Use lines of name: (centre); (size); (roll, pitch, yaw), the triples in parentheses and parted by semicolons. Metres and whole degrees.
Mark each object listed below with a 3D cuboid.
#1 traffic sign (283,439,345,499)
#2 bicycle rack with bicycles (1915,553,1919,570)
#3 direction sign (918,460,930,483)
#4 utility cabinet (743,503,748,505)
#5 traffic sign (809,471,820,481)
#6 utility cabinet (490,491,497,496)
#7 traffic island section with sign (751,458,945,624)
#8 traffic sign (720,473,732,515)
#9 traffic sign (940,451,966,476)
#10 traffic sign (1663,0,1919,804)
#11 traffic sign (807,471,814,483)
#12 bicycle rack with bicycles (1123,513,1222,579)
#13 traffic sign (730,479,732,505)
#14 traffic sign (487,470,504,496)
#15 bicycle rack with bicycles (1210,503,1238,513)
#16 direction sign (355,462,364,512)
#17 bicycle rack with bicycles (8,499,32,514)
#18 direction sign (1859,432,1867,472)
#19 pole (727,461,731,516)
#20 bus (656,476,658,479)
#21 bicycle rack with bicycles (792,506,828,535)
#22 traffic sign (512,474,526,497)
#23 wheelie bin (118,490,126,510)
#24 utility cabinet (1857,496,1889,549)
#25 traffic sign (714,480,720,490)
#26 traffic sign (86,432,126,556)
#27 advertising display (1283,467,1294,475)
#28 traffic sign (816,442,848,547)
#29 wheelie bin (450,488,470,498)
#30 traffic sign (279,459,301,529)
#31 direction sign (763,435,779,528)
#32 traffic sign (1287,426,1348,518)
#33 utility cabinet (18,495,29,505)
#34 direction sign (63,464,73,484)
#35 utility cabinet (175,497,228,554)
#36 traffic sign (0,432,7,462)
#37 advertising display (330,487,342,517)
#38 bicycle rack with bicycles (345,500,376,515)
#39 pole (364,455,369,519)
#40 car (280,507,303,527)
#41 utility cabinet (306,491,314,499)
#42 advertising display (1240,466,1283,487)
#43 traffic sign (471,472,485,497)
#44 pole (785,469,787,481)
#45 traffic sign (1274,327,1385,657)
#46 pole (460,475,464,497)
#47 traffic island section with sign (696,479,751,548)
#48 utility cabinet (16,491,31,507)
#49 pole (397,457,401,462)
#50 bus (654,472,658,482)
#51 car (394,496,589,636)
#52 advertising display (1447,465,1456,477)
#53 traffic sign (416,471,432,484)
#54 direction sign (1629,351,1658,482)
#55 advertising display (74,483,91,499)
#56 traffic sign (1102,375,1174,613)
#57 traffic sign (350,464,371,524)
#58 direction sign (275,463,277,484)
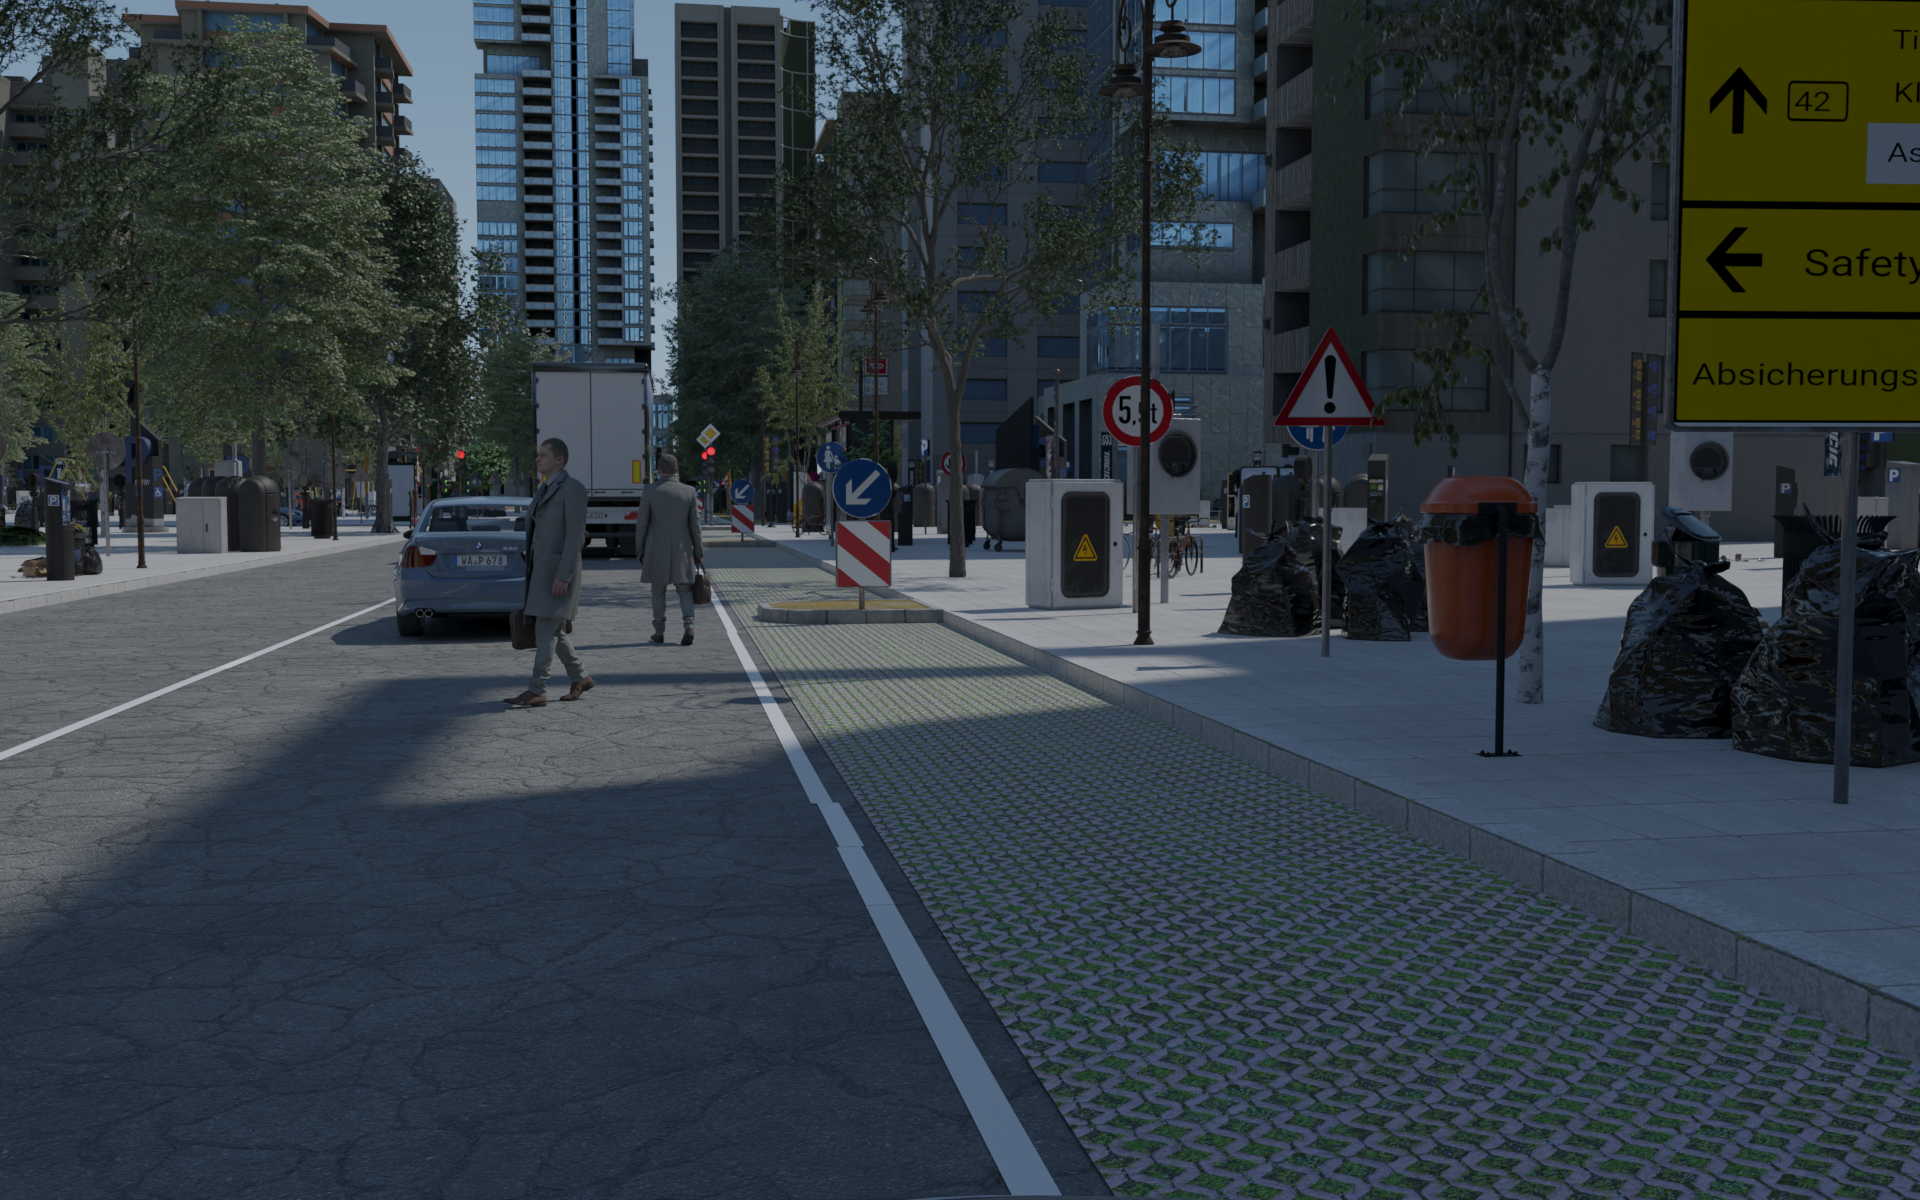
traffic sign: (-24.089, -4.324, 64.578); (2.265, 3.308, 0.079); (0, 4, -2)
bicycle rack with bicycles: (12.848, -0.415, 20.162); (2.852, 0.926, 2.925); (1, 4, 10)
direction sign: (-2.403, -7.521, 114.970); (0.876, 3.537, 0.379); (0, 4, 5)
utility cabinet: (-11.393, -4.959, 92.242); (0.306, 1.237, 1.020); (0, 4, -4)
traffic sign: (-8.239, -5.951, 97.406); (0.768, 2.556, 0.104); (0, 4, 0)
utility cabinet: (-29.859, -6.214, 110.277); (0.318, 1.500, 1.173); (1, 4, 10)
traffic island section with sign: (-1.313, -0.690, 19.902); (1.989, 1.847, 2.006); (-1, 4, -10)
traffic sign: (-14.144, -6.434, 105.201); (0.884, 2.594, 0.081); (0, 4, -2)
traffic sign: (-0.198, -3.092, 50.654); (0.768, 2.556, 0.104); (0, 4, -8)
traffic sign: (3.979, -0.809, 7.101); (2.265, 3.308, 0.079); (0, 4, -3)
traffic sign: (-8.288, -5.732, 93.727); (0.884, 2.594, 0.081); (0, 4, -1)
bicycle rack with bicycles: (2.907, -0.881, 27.788); (2.852, 0.926, 2.925); (2, 4, 31)
traffic sign: (-15.000, -6.827, 113.756); (0.606, 2.300, 0.079); (0, 4, -2)
traffic sign: (-24.734, -5.638, 92.184); (0.884, 2.594, 0.081); (0, 4, -2)
bicycle rack with bicycles: (11.317, -3.507, 70.722); (2.852, 0.926, 2.925); (-1, 4, -10)
direction sign: (-42.315, -7.978, 122.436); (0.379, 3.537, 0.876); (3, 4, 36)
bicycle rack with bicycles: (-62.653, -6.206, 114.854); (2.925, 0.926, 2.852); (1, 4, 8)
direction sign: (32.046, -4.287, 62.096); (0.876, 3.537, 0.379); (0, 4, -4)
pole: (-13.581, -6.605, 101.834); (0.158, 3.312, 0.155); (0, 3, 0)
bus: (-31.442, -10.965, 174.136); (2.948, 3.499, 13.247); (-1, 4, -9)
bicycle rack with bicycles: (-3.465, -2.501, 54.273); (2.925, 0.926, 2.852); (3, 5, 40)
traffic sign: (-28.332, -6.802, 111.209); (0.884, 2.594, 0.081); (0, 4, -4)
wheelie bin: (-41.097, -4.748, 85.538); (0.980, 1.594, 0.693); (0, 4, 5)
utility cabinet: (19.910, -1.638, 37.938); (0.306, 1.237, 1.020); (0, 4, -2)
traffic sign: (-21.212, -9.229, 151.006); (0.768, 2.556, 0.104); (0, 4, -3)
traffic sign: (-17.534, -2.170, 35.580); (0.768, 2.556, 0.104); (0, 4, -6)
advertising display: (7.647, -2.173, 40.743); (0.974, 1.923, 0.123); (-1, 4, -11)
traffic sign: (-3.116, -2.576, 42.218); (0.768, 2.556, 0.104); (0, 4, -5)
wheelie bin: (-24.482, -4.709, 84.897); (0.980, 1.594, 0.693); (-1, 4, -18)
traffic sign: (-24.331, -3.840, 62.890); (0.768, 2.556, 0.104); (0, 4, -7)
direction sign: (-7.231, -4.543, 66.276); (0.379, 3.537, 0.876); (3, 4, 36)
traffic sign: (4.127, -1.223, 20.105); (0.768, 2.556, 0.104); (0, 4, -7)
utility cabinet: (-45.020, -4.410, 83.263); (0.306, 1.237, 1.020); (-3, 4, -39)
direction sign: (-70.082, -8.832, 136.400); (0.379, 3.537, 0.876); (0, 4, 4)
utility cabinet: (-16.405, -1.608, 37.460); (1.020, 1.237, 0.306); (0, 4, 6)
traffic sign: (-18.108, -1.963, 32.208); (0.768, 2.556, 0.104); (0, 4, -3)
advertising display: (-34.895, -5.609, 96.917); (0.974, 1.923, 0.123); (2, 4, 31)
bicycle rack with bicycles: (-36.163, -5.620, 105.273); (2.852, 0.926, 2.925); (2, 4, 34)
pole: (-30.647, -5.845, 89.413); (0.158, 3.312, 0.155); (0, 3, 0)
car: (-29.096, -3.585, 70.625); (4.499, 1.417, 2.014); (-1, 4, -10)
utility cabinet: (-47.806, -7.201, 126.413); (1.173, 1.500, 0.318); (-2, 4, -26)
advertising display: (6.887, -2.117, 39.833); (0.974, 1.923, 0.123); (3, 4, 36)
traffic sign: (-25.395, -5.500, 91.105); (0.795, 2.450, 0.064); (0, 4, -3)
pole: (-10.239, -6.614, 101.987); (0.158, 3.312, 0.155); (0, 3, 0)
traffic sign: (2.886, -0.832, 13.599); (0.884, 2.594, 0.081); (0, 4, -4)
pole: (-21.841, -5.019, 75.909); (0.158, 3.312, 0.155); (0, 3, 0)
traffic island section with sign: (-6.044, -2.345, 46.965); (1.989, 1.847, 2.006); (-1, 4, -10)
utility cabinet: (-68.281, -7.195, 126.323); (0.318, 1.500, 1.173); (1, 4, 8)
pole: (-28.160, -5.701, 87.061); (0.158, 3.312, 0.155); (0, 3, 0)
bus: (-29.079, -10.181, 158.004); (2.896, 3.916, 12.252); (-1, 4, -8)
car: (-5.090, -0.423, 18.920); (2.014, 1.417, 4.499); (-1, 4, -11)
advertising display: (11.200, -2.097, 39.500); (0.123, 1.923, 0.974); (1, 4, 20)
traffic sign: (-28.745, -5.681, 92.893); (0.884, 2.594, 0.081); (0, 3, 0)
direction sign: (10.982, -2.194, 27.871); (0.876, 3.537, 0.379); (-3, 5, -43)
advertising display: (-49.497, -5.659, 97.738); (0.123, 1.923, 0.974); (2, 4, 30)
traffic sign: (1.899, -1.131, 18.604); (0.768, 2.556, 0.104); (0, 4, -1)
traffic sign: (-25.606, -4.526, 74.006); (0.884, 2.594, 0.081); (0, 4, -4)
direction sign: (-49.582, -8.174, 125.642); (0.379, 3.537, 0.876); (-2, 4, -27)
